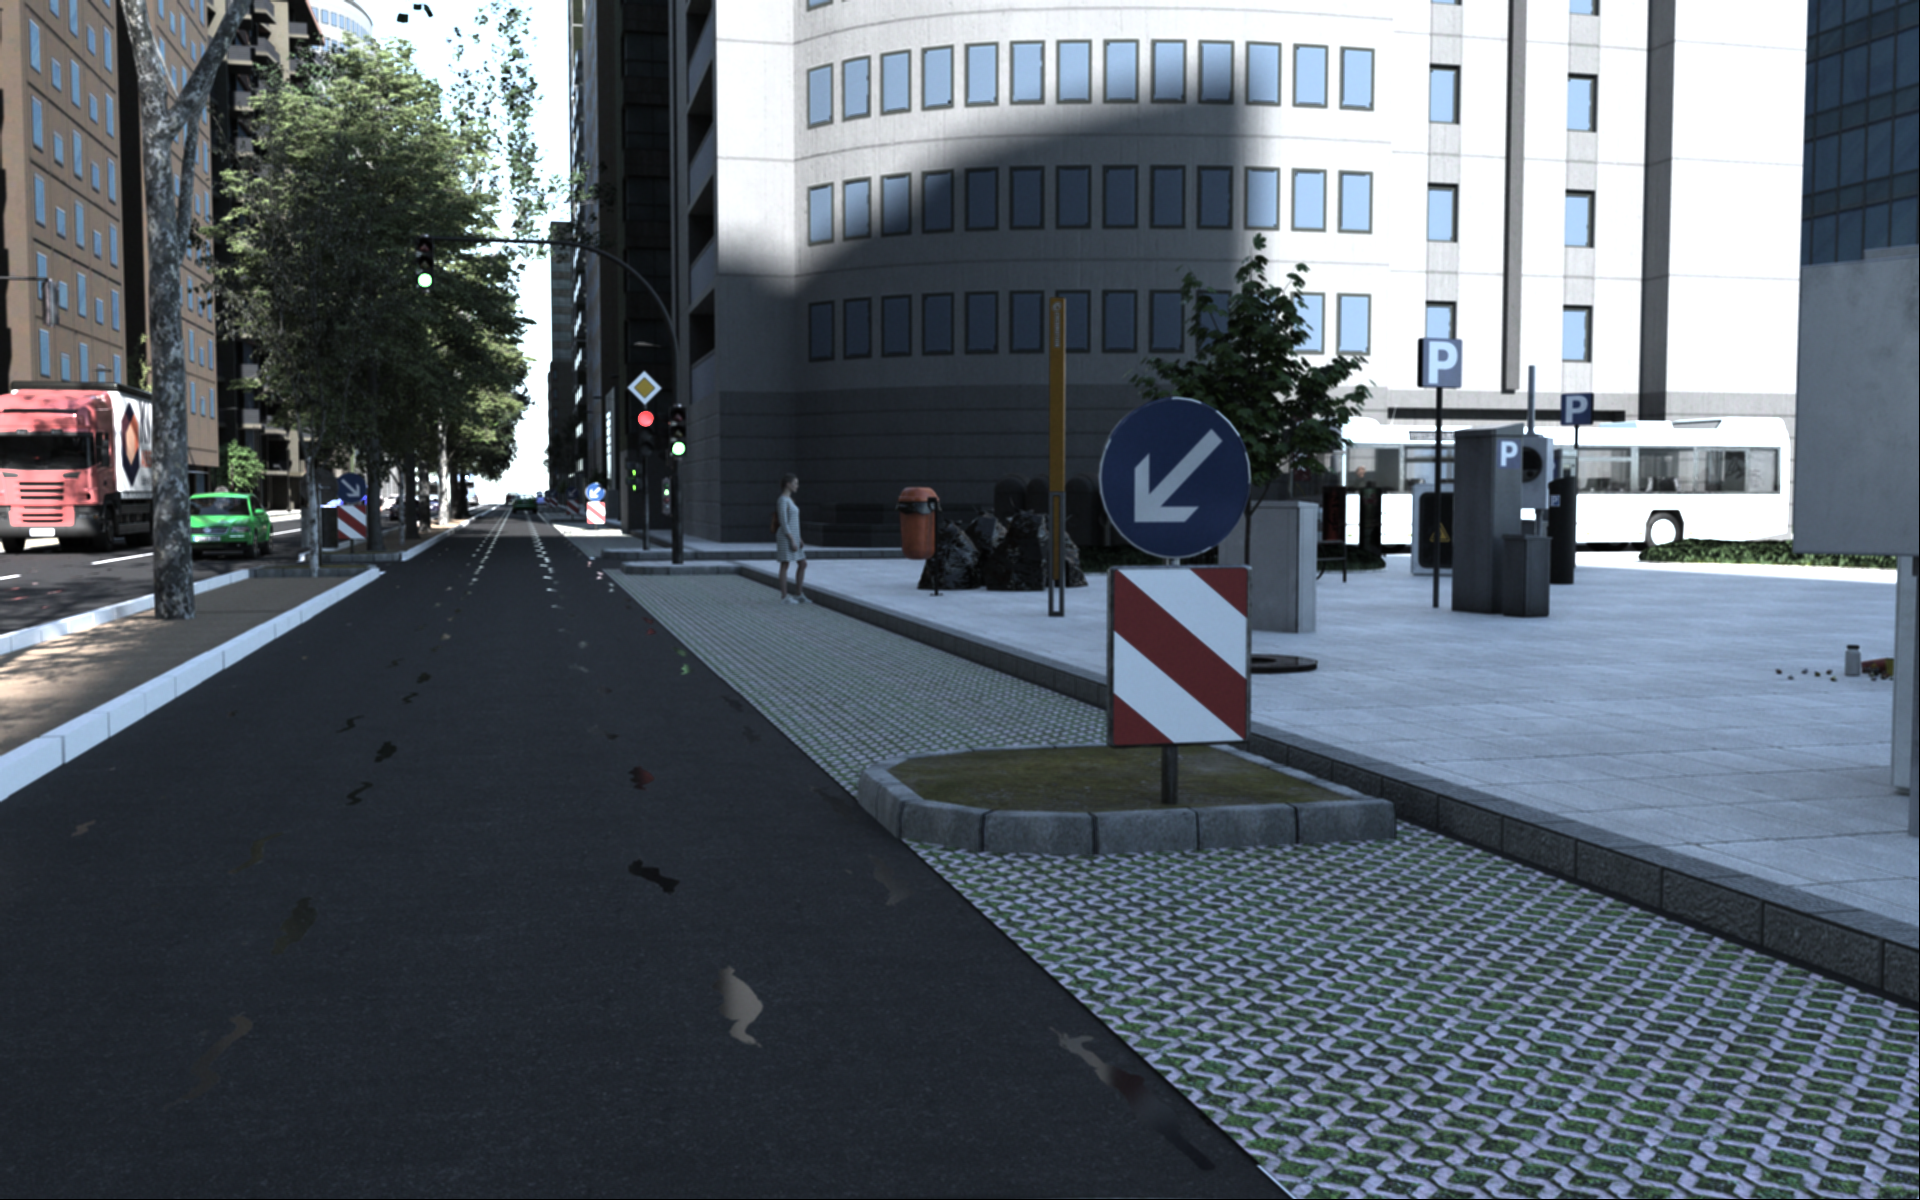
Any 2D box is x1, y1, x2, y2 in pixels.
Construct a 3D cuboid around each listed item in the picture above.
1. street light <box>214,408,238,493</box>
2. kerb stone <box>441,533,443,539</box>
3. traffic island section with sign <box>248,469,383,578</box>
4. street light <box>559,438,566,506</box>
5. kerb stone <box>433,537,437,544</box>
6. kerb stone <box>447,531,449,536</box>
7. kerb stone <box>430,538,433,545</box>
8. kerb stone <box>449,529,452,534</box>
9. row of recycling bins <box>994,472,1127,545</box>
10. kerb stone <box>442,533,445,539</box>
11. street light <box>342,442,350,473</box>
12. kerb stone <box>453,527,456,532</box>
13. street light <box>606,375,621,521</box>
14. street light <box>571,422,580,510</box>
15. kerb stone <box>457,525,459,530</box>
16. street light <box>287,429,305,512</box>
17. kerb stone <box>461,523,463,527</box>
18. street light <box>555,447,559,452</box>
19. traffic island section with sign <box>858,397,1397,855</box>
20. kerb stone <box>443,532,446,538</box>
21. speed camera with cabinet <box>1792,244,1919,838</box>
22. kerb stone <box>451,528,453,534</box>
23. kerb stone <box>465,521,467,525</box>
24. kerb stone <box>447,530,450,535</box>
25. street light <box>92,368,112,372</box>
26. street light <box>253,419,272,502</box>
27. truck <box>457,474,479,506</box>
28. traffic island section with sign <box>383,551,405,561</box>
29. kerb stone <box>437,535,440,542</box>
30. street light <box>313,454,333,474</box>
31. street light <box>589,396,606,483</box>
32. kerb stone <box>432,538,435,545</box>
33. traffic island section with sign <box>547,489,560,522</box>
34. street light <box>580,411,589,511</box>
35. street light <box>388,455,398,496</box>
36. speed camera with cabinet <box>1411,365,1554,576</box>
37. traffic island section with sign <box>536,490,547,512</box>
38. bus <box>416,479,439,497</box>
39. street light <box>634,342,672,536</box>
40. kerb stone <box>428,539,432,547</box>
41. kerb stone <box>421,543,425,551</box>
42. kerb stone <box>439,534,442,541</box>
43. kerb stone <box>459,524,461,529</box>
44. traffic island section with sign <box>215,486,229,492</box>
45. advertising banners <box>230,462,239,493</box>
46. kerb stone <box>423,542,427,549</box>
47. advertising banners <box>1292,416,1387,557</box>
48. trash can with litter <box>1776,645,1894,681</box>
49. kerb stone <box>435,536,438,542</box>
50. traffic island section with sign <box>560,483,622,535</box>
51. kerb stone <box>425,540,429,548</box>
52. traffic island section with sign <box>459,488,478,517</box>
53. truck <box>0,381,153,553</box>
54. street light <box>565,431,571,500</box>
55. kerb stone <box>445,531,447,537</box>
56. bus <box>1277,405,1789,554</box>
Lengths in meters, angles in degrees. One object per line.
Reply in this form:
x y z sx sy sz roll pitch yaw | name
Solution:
-39.475 -7.371 93.057 1.470 5.913 1.316 -1 4 -14 | street light
-15.956 -1.879 52.922 0.120 0.150 1.000 -1 4 -14 | kerb stone
-11.363 -1.369 30.525 2.006 1.907 1.989 -1 4 -14 | traffic island section with sign
-31.987 -10.392 142.452 1.470 5.913 1.316 -1 4 -14 | street light
-14.946 -1.635 48.946 0.120 0.150 1.000 -1 4 -14 | kerb stone
-16.959 -2.122 56.898 0.120 0.150 1.000 -1 4 -14 | kerb stone
-14.441 -1.515 46.960 0.120 0.150 1.000 -1 4 -14 | kerb stone
-17.727 -2.304 59.866 0.120 0.150 1.000 -1 4 -14 | kerb stone
2.080 -1.555 32.543 3.534 1.692 1.069 3 5 39 | row of recycling bins
-16.207 -1.940 53.915 0.120 0.150 1.000 -1 4 -14 | kerb stone
-54.721 -11.016 152.657 1.470 5.913 1.316 -1 4 -14 | street light
-18.479 -2.486 62.845 0.120 0.150 1.000 -1 4 -14 | kerb stone
-12.943 -5.826 67.804 1.470 5.913 1.316 -1 4 -14 | street light
-24.108 -8.516 111.781 1.470 5.913 1.316 -1 4 -14 | street light
-19.498 -2.727 66.823 0.120 0.150 1.000 -1 4 -14 | kerb stone
-47.379 -9.240 123.614 1.470 5.913 1.316 -1 4 -14 | street light
-20.508 -2.972 70.794 0.120 0.150 1.000 -1 4 -14 | kerb stone
-35.763 -11.316 157.557 1.470 5.913 1.316 -1 4 -14 | street light
0.595 0.050 7.813 1.989 1.847 2.006 -1 4 -14 | traffic island section with sign
-16.465 -1.998 54.908 0.120 0.150 1.000 -1 4 -14 | kerb stone
4.117 -0.780 7.084 2.038 3.252 0.660 -3 5 -42 | speed camera with cabinet
-17.982 -2.365 60.860 0.120 0.150 1.000 -1 4 -14 | kerb stone
-21.776 -3.272 75.762 0.120 0.150 1.000 -1 4 -14 | kerb stone
-17.221 -2.183 57.886 0.120 0.150 1.000 -1 4 -14 | kerb stone
-32.022 -5.594 63.995 1.470 5.913 1.316 -1 4 -14 | street light
-43.662 -8.355 109.141 1.470 5.913 1.316 -1 4 -14 | street light
-60.941 -13.703 213.803 2.967 4.110 18.799 -1 4 -14 | truck
-13.182 -1.809 37.706 2.006 1.907 1.989 -1 4 -14 | traffic island section with sign
-15.446 -1.758 50.934 0.120 0.150 1.000 -1 4 -14 | kerb stone
-50.988 -10.127 138.115 1.470 5.913 1.316 -1 4 -14 | street light
-16.748 -6.725 82.492 1.470 5.913 1.316 -1 4 -14 | street light
-14.691 -1.575 47.953 0.120 0.150 1.000 -1 4 -14 | kerb stone
-19.784 -4.844 87.822 1.989 1.847 2.006 -1 4 -14 | traffic island section with sign
-20.352 -7.612 96.994 1.470 5.913 1.316 -1 4 -14 | street light
-71.666 -15.092 219.290 1.470 5.913 1.316 -1 4 -14 | street light
8.103 -1.991 26.892 2.038 3.252 0.660 2 4 29 | speed camera with cabinet
-31.960 -7.767 135.613 1.989 1.847 2.006 -1 4 -14 | traffic island section with sign
-62.952 -12.899 205.754 2.948 3.499 13.247 -1 4 -13 | bus
-9.288 -4.940 53.315 1.470 5.913 1.316 -1 4 -14 | street light
-14.180 -1.451 45.961 0.120 0.150 1.000 -1 4 -14 | kerb stone
-13.424 -1.271 42.977 0.120 0.150 1.000 -1 4 -14 | kerb stone
-15.700 -1.817 51.925 0.120 0.150 1.000 -1 4 -14 | kerb stone
-19.998 -2.845 68.807 0.120 0.150 1.000 -1 4 -14 | kerb stone
-35.546 -4.574 83.409 1.989 1.847 2.006 -1 4 -14 | traffic island section with sign
-40.559 -6.159 96.895 0.090 3.025 2.074 -1 4 -12 | advertising banners
-13.679 -1.332 43.974 0.120 0.150 1.000 -1 4 -14 | kerb stone
7.510 -2.349 34.593 2.074 3.025 0.090 2 4 34 | advertising banners
6.854 -0.034 11.620 1.678 1.210 2.233 -2 4 -27 | trash can with litter
-15.197 -1.695 49.937 0.120 0.150 1.000 -1 4 -14 | kerb stone
-13.086 -3.236 61.543 1.989 1.847 2.006 -1 4 -14 | traffic island section with sign
-13.933 -1.391 44.969 0.120 0.150 1.000 -1 4 -14 | kerb stone
-31.739 -6.262 110.526 2.006 1.907 1.989 -1 4 -14 | traffic island section with sign
-22.879 -3.457 45.442 2.839 4.237 11.283 -1 4 -15 | truck
-28.182 -9.508 128.001 1.470 5.913 1.316 -1 4 -14 | street light
-16.715 -2.062 55.905 0.120 0.150 1.000 -1 4 -14 | kerb stone
13.234 -2.830 41.130 13.247 3.499 2.948 -1 4 -16 | bus
